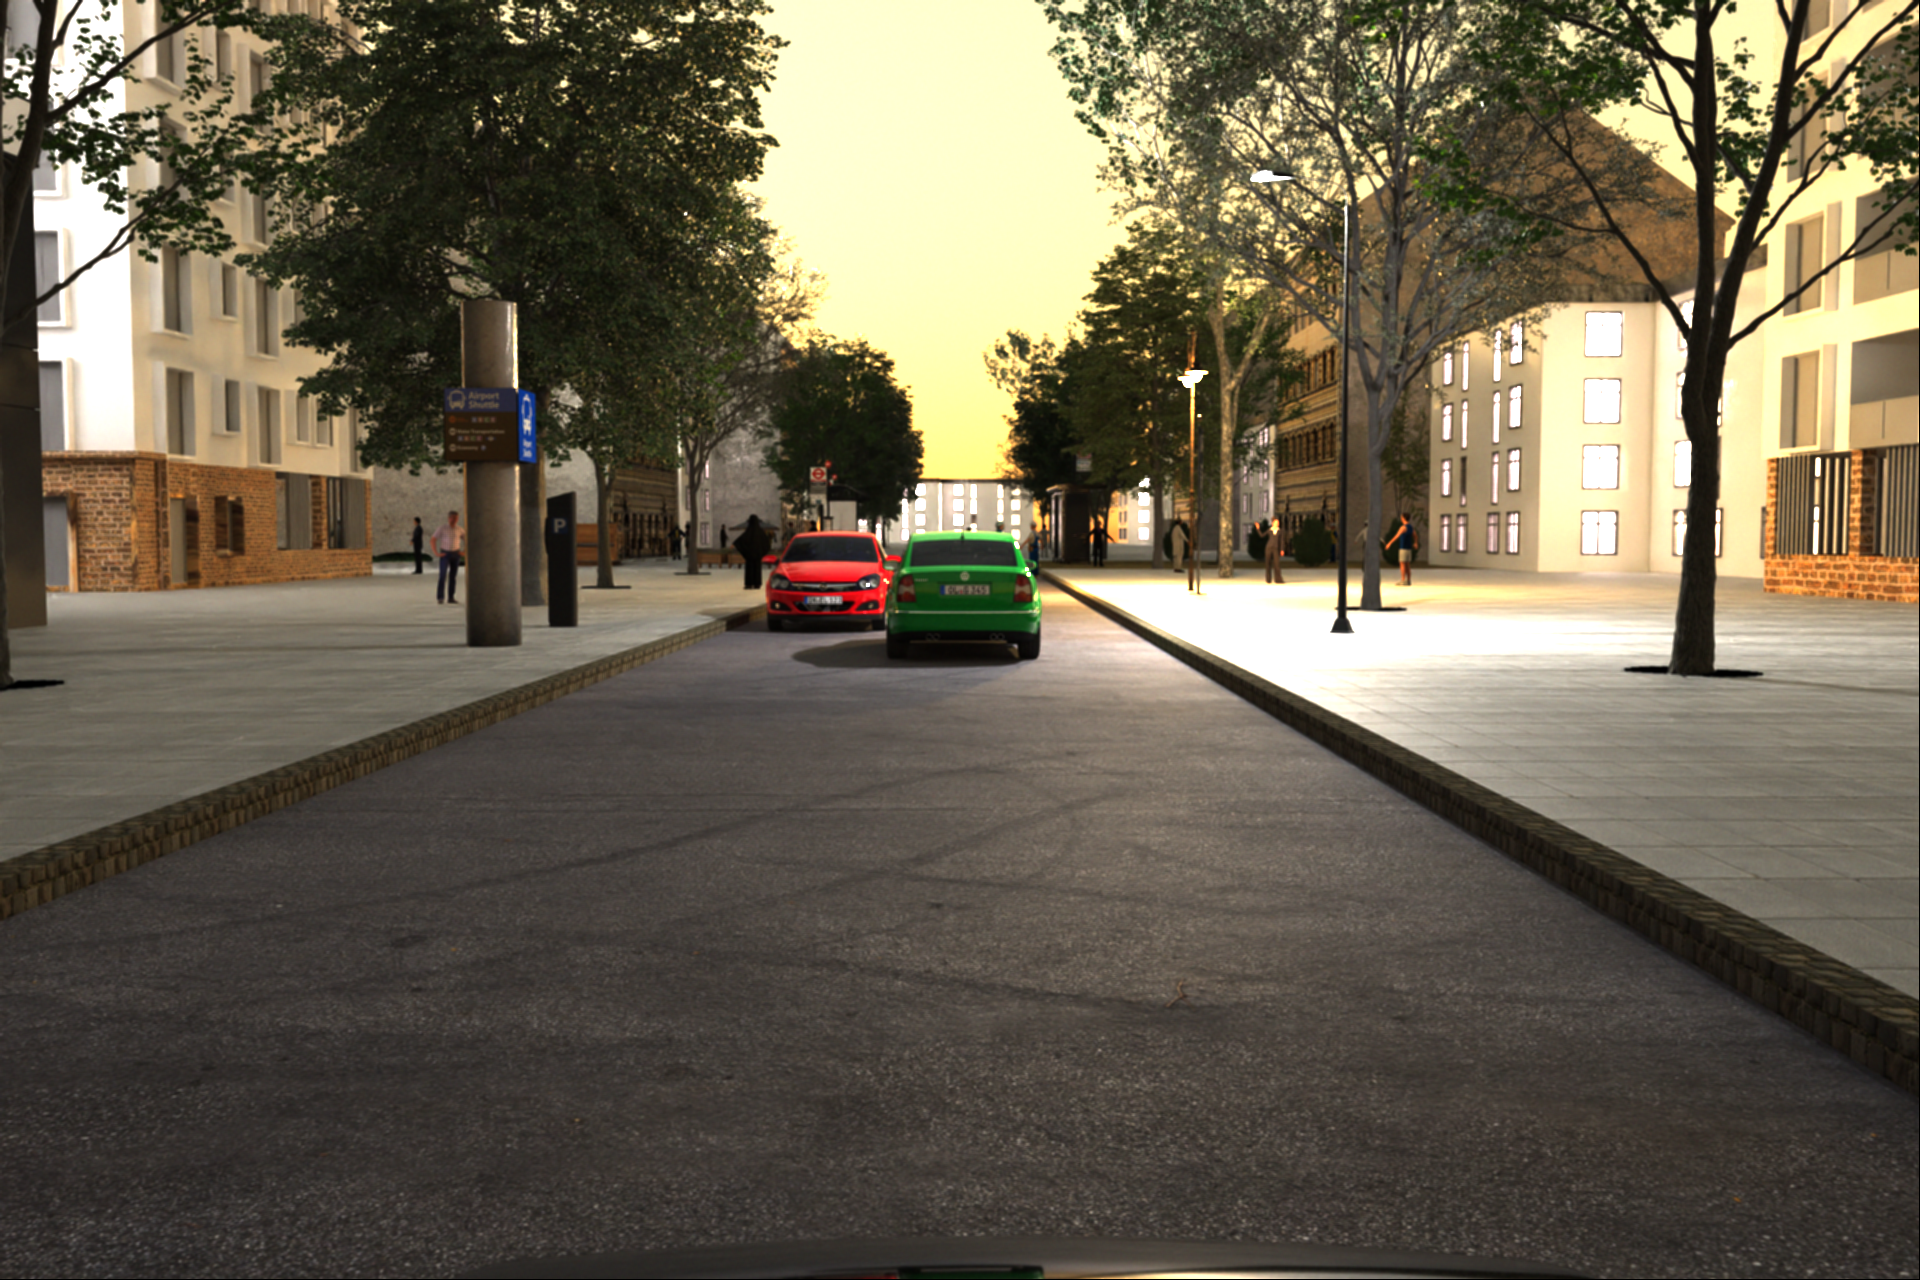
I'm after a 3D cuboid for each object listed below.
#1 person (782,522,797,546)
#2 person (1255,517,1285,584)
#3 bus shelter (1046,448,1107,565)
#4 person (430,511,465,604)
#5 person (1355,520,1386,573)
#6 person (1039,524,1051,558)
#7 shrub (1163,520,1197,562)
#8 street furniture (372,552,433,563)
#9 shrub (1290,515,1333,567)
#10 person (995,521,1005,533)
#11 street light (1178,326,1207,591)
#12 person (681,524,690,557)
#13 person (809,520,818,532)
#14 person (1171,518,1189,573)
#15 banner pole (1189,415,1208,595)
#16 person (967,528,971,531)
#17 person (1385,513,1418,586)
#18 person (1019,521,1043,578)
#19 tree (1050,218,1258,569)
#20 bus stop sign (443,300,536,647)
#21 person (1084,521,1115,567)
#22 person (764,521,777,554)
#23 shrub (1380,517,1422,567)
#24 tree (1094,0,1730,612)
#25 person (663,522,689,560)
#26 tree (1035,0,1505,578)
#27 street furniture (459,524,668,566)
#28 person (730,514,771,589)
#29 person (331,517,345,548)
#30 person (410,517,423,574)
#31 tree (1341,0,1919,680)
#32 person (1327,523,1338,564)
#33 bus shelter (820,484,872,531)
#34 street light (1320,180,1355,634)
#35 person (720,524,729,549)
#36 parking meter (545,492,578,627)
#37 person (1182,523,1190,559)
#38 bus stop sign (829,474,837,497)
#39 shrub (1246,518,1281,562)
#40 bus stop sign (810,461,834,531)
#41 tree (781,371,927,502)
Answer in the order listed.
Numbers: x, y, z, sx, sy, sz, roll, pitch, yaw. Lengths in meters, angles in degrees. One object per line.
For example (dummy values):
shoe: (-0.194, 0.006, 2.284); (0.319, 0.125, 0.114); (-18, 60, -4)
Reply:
person: (-7.162, -4.112, 73.509); (0.705, 1.796, 1.348); (-3, 5, -44)
person: (7.999, -2.315, 44.691); (0.742, 1.727, 0.445); (-1, 4, -23)
bus shelter: (5.052, -6.084, 77.107); (2.179, 5.291, 8.768); (0, 4, -2)
person: (-9.452, -1.542, 32.198); (0.756, 1.711, 0.436); (-2, 4, -29)
person: (13.564, -3.113, 57.361); (0.721, 1.778, 1.216); (-3, 5, -42)
person: (4.572, -5.343, 93.545); (1.347, 1.806, 0.705); (1, 4, 21)
shrub: (10.152, -4.685, 80.645); (1.661, 2.075, 1.752); (0, 3, 0)
street furniture: (-29.125, -3.800, 77.754); (10.072, 0.657, 5.734); (0, 4, -4)
shrub: (13.739, -3.892, 67.675); (1.661, 2.075, 1.752); (0, 3, 0)
person: (1.202, -2.567, 50.559); (0.704, 1.817, 1.347); (-1, 4, -9)
street light: (5.185, -4.032, 38.703); (0.468, 5.910, 1.993); (0, 4, 1)
person: (-15.152, -5.510, 96.225); (0.704, 1.843, 1.345); (1, 4, 18)
person: (-5.664, -3.681, 66.372); (0.705, 1.806, 1.347); (2, 4, 24)
person: (7.323, -3.168, 57.880); (0.704, 1.819, 1.344); (-1, 4, -17)
banner pole: (5.058, -2.839, 36.435); (0.401, 3.779, 0.863); (0, 4, 0)
person: (0.334, -4.523, 83.131); (0.721, 1.740, 1.216); (1, 4, 18)
person: (11.017, -2.249, 42.947); (1.345, 1.807, 0.704); (-3, 5, -43)
person: (2.359, -2.915, 55.971); (0.705, 1.847, 1.347); (2, 4, 35)
tree: (6.949, -8.877, 63.261); (7.486, 12.596, 7.792); (0, 3, 0)
bus stop sign: (-5.367, -1.885, 19.842); (0.837, 3.901, 0.837); (0, 4, 0)
person: (5.476, -3.799, 68.341); (1.346, 1.802, 0.704); (-1, 4, -19)
person: (-8.423, -4.279, 75.725); (1.354, 1.858, 0.705); (3, 5, 44)
shrub: (17.419, -3.926, 68.611); (1.690, 2.028, 1.600); (0, 3, 0)
tree: (6.987, -7.230, 28.588); (12.009, 13.543, 11.850); (0, 3, 0)
person: (-13.920, -4.853, 85.127); (1.354, 1.856, 0.705); (-1, 4, -14)
tree: (8.695, -11.794, 48.728); (12.611, 20.169, 13.585); (0, 3, 0)
street furniture: (-17.928, -4.063, 73.291); (11.010, 1.723, 9.812); (-1, 4, -8)
person: (-4.868, -2.053, 40.355); (0.721, 1.737, 1.214); (3, 5, 41)
person: (-19.766, -3.033, 55.422); (1.345, 1.849, 0.704); (0, 4, 6)
person: (-17.615, -3.066, 56.183); (0.704, 1.823, 1.345); (0, 4, -7)
tree: (6.751, -5.481, 15.375); (9.928, 11.665, 9.643); (0, 3, 0)
person: (16.186, -4.228, 75.593); (0.721, 1.772, 1.216); (-1, 4, -9)
bus shelter: (-4.885, -4.822, 72.756); (2.014, 3.302, 5.546); (0, 4, 1)
street light: (5.489, -3.040, 22.245); (1.470, 5.913, 1.316); (0, 4, 1)
person: (-12.878, -5.406, 94.522); (0.704, 1.812, 1.346); (-1, 4, -23)
parking meter: (-5.515, -1.115, 23.947); (0.399, 1.863, 0.255); (0, 4, 0)
person: (11.337, -5.001, 87.706); (1.347, 1.837, 0.705); (-3, 4, -38)
bus stop sign: (-5.800, -5.413, 77.213); (0.855, 3.939, 0.416); (0, 4, 2)
shrub: (14.089, -4.667, 80.342); (1.661, 2.075, 1.752); (0, 3, 0)
bus stop sign: (-5.016, -4.553, 63.152); (0.855, 3.939, 0.416); (0, 4, 0)
tree: (-7.697, -13.072, 124.097); (12.009, 13.543, 11.850); (0, 3, 0)
